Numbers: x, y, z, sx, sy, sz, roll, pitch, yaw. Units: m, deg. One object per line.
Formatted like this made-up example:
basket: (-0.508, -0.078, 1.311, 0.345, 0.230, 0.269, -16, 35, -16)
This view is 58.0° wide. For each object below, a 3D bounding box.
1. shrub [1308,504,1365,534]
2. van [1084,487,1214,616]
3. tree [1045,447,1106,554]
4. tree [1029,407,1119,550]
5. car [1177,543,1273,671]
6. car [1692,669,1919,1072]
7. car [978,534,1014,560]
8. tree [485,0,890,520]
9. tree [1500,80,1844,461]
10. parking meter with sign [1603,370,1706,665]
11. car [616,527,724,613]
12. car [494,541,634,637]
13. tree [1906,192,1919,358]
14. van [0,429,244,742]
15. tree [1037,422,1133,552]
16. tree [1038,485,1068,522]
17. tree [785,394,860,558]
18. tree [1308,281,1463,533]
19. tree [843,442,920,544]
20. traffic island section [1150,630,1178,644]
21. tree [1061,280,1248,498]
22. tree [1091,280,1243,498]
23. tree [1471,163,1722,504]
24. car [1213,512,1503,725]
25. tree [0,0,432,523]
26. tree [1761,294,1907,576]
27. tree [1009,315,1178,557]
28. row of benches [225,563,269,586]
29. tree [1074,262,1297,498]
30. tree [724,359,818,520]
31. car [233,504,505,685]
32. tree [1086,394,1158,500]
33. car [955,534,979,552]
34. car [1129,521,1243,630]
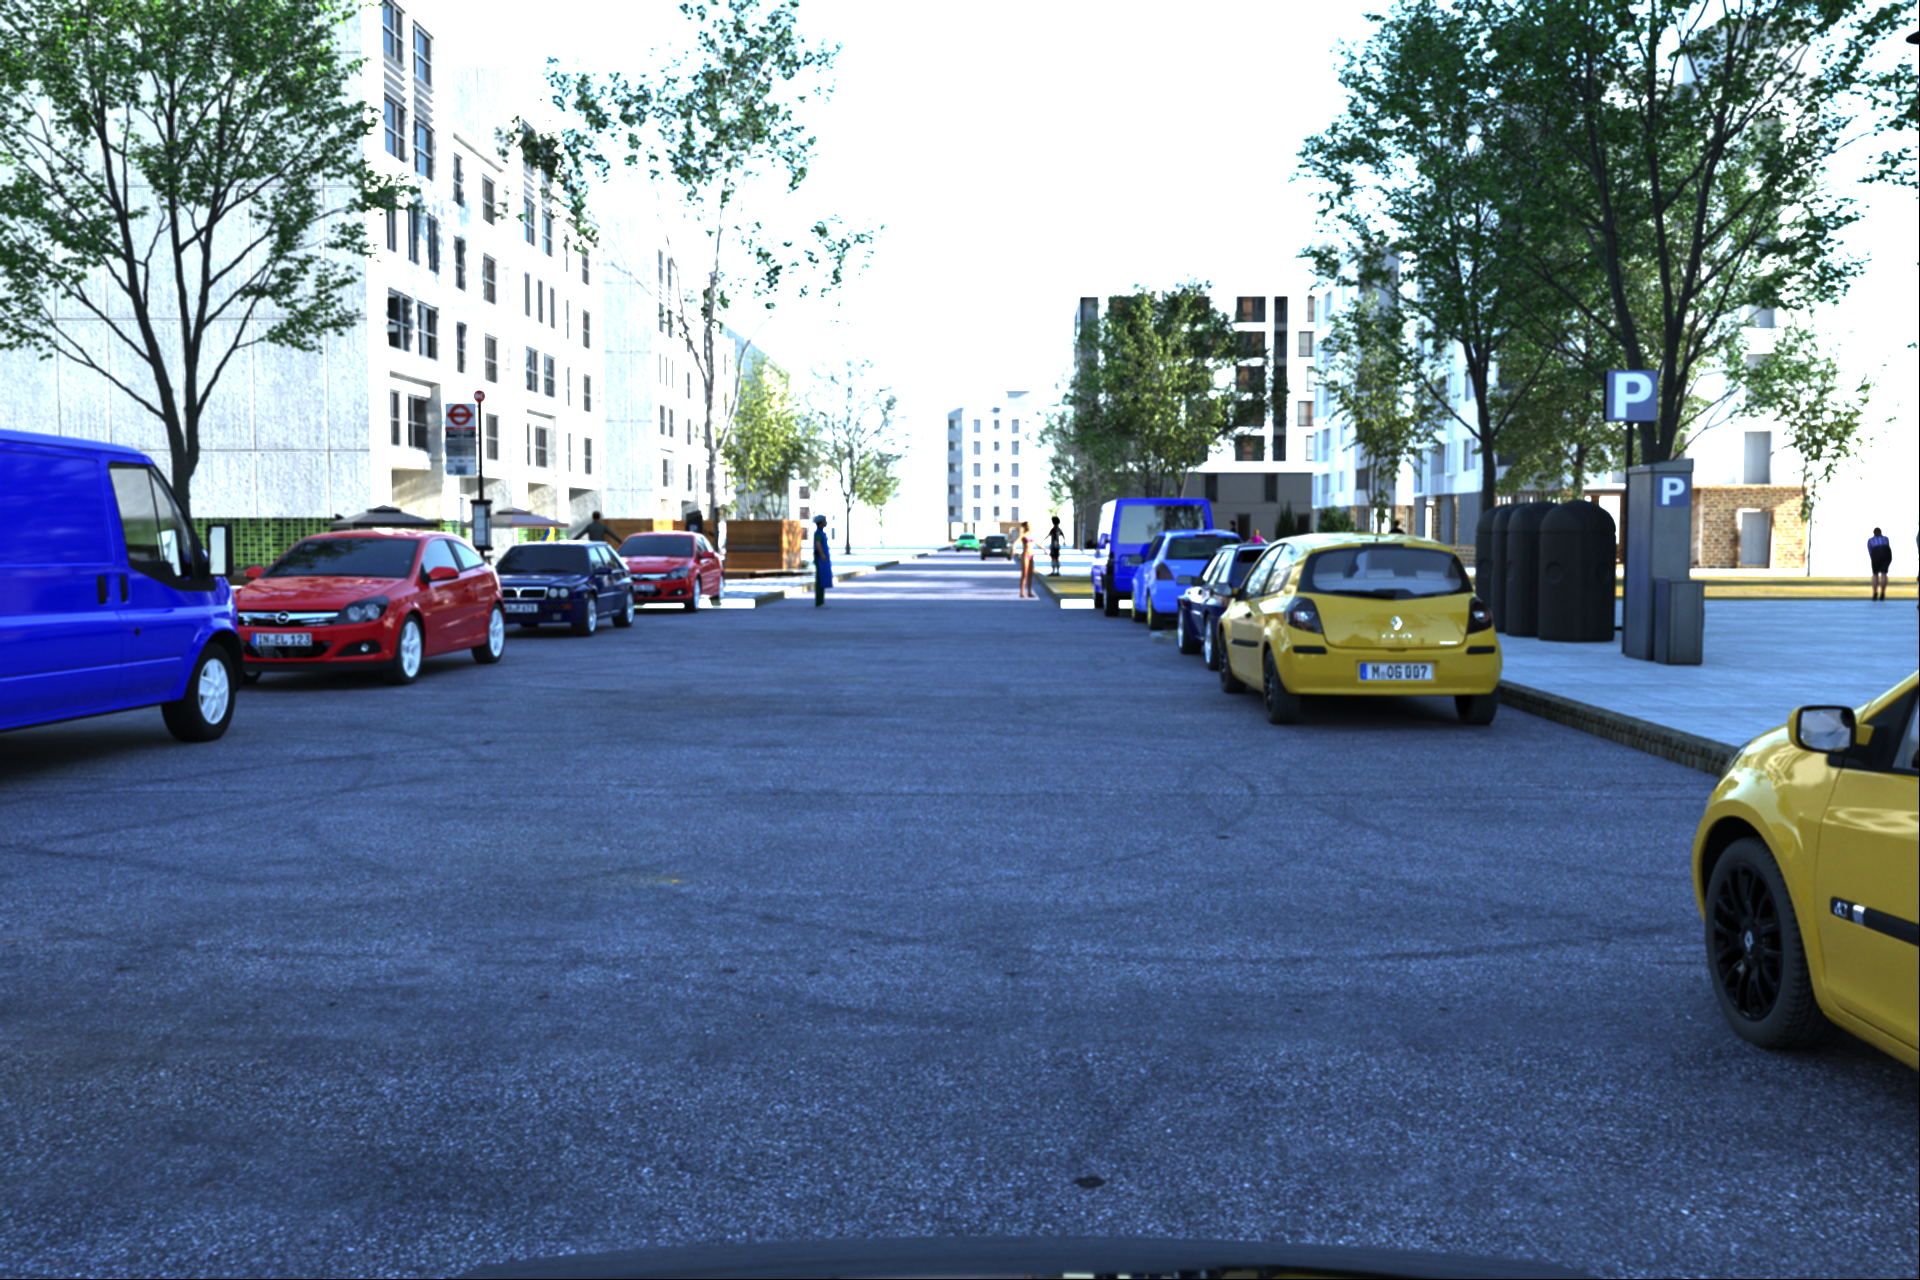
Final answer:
shrub: (9.531, -2.459, 44.244, 1.661, 2.075, 1.752, 0, 3, 0)
van: (3.479, -1.675, 31.778, 2.240, 2.365, 5.245, 0, 4, 0)
tree: (8.020, -9.846, 111.338, 4.360, 8.622, 3.978, 0, 3, 0)
tree: (9.374, -13.006, 138.404, 9.928, 11.665, 9.643, 0, 3, 0)
car: (3.471, -0.424, 19.521, 1.945, 1.354, 3.894, 0, 4, 1)
car: (3.035, 0.401, 3.676, 2.015, 1.641, 3.980, 0, 4, 0)
car: (2.003, -5.247, 95.571, 2.009, 1.686, 4.222, 0, 4, 1)
tree: (-8.687, -12.193, 55.240, 12.611, 20.169, 13.585, 0, 3, 0)
tree: (16.673, -7.061, 41.200, 9.928, 11.665, 9.643, 0, 3, 0)
parking meter with sign: (7.116, -1.309, 17.667, 0.543, 3.016, 1.738, 0, 4, 1)
car: (-5.636, -1.459, 32.896, 2.155, 1.783, 4.494, 0, 4, 1)
car: (-5.968, -0.787, 25.450, 1.945, 1.354, 3.894, 0, 4, 1)
tree: (29.138, -8.393, 43.882, 9.857, 13.997, 8.962, 0, 3, 0)
van: (-6.121, -0.359, 10.251, 2.240, 2.365, 5.245, 0, 4, 1)
tree: (9.267, -11.774, 126.922, 7.601, 10.594, 8.767, -1, 4, -12)
tree: (12.498, -17.036, 228.905, 4.737, 8.622, 4.395, 0, 3, 0)
tree: (-7.964, -8.640, 91.634, 4.360, 8.622, 3.978, 0, 3, 0)
tree: (12.265, -6.107, 50.211, 4.737, 8.622, 4.395, 0, 3, 0)
tree: (-10.542, -19.339, 226.565, 12.009, 13.543, 11.850, 0, 3, 0)
traffic island section: (3.583, -0.027, 23.314, 1.991, 0.108, 1.994, 0, 4, 1)
tree: (7.931, -8.822, 69.997, 9.928, 11.665, 9.643, 0, 3, 0)
tree: (6.082, -6.161, 51.090, 4.737, 8.622, 4.395, 0, 3, 0)
tree: (18.990, -8.188, 52.005, 7.486, 12.596, 7.792, 0, 3, 0)
car: (3.190, -0.259, 14.451, 2.015, 1.641, 3.980, 0, 4, 1)
tree: (-11.675, -6.117, 25.765, 9.928, 11.665, 9.643, 0, 3, 0)
tree: (26.184, -6.256, 52.646, 4.737, 8.622, 4.395, 0, 3, 0)
tree: (7.776, -11.319, 95.438, 12.009, 13.543, 11.850, 0, 3, 0)
row of benches: (-13.740, -1.262, 36.102, 4.104, 0.672, 1.422, 2, 4, 30)
tree: (7.692, -7.599, 58.654, 8.767, 10.594, 7.601, 2, 4, 35)
tree: (-7.857, -7.504, 73.060, 4.737, 8.622, 4.395, 0, 3, 0)
car: (-6.061, -0.535, 17.789, 2.155, 1.783, 4.494, 0, 4, 2)
tree: (7.622, -7.948, 80.314, 4.360, 8.622, 3.978, 0, 3, 0)
car: (0.604, -7.969, 139.082, 1.959, 1.807, 4.718, 0, 4, 2)
car: (3.645, -1.071, 27.102, 1.945, 1.707, 3.694, 0, 4, 0)
